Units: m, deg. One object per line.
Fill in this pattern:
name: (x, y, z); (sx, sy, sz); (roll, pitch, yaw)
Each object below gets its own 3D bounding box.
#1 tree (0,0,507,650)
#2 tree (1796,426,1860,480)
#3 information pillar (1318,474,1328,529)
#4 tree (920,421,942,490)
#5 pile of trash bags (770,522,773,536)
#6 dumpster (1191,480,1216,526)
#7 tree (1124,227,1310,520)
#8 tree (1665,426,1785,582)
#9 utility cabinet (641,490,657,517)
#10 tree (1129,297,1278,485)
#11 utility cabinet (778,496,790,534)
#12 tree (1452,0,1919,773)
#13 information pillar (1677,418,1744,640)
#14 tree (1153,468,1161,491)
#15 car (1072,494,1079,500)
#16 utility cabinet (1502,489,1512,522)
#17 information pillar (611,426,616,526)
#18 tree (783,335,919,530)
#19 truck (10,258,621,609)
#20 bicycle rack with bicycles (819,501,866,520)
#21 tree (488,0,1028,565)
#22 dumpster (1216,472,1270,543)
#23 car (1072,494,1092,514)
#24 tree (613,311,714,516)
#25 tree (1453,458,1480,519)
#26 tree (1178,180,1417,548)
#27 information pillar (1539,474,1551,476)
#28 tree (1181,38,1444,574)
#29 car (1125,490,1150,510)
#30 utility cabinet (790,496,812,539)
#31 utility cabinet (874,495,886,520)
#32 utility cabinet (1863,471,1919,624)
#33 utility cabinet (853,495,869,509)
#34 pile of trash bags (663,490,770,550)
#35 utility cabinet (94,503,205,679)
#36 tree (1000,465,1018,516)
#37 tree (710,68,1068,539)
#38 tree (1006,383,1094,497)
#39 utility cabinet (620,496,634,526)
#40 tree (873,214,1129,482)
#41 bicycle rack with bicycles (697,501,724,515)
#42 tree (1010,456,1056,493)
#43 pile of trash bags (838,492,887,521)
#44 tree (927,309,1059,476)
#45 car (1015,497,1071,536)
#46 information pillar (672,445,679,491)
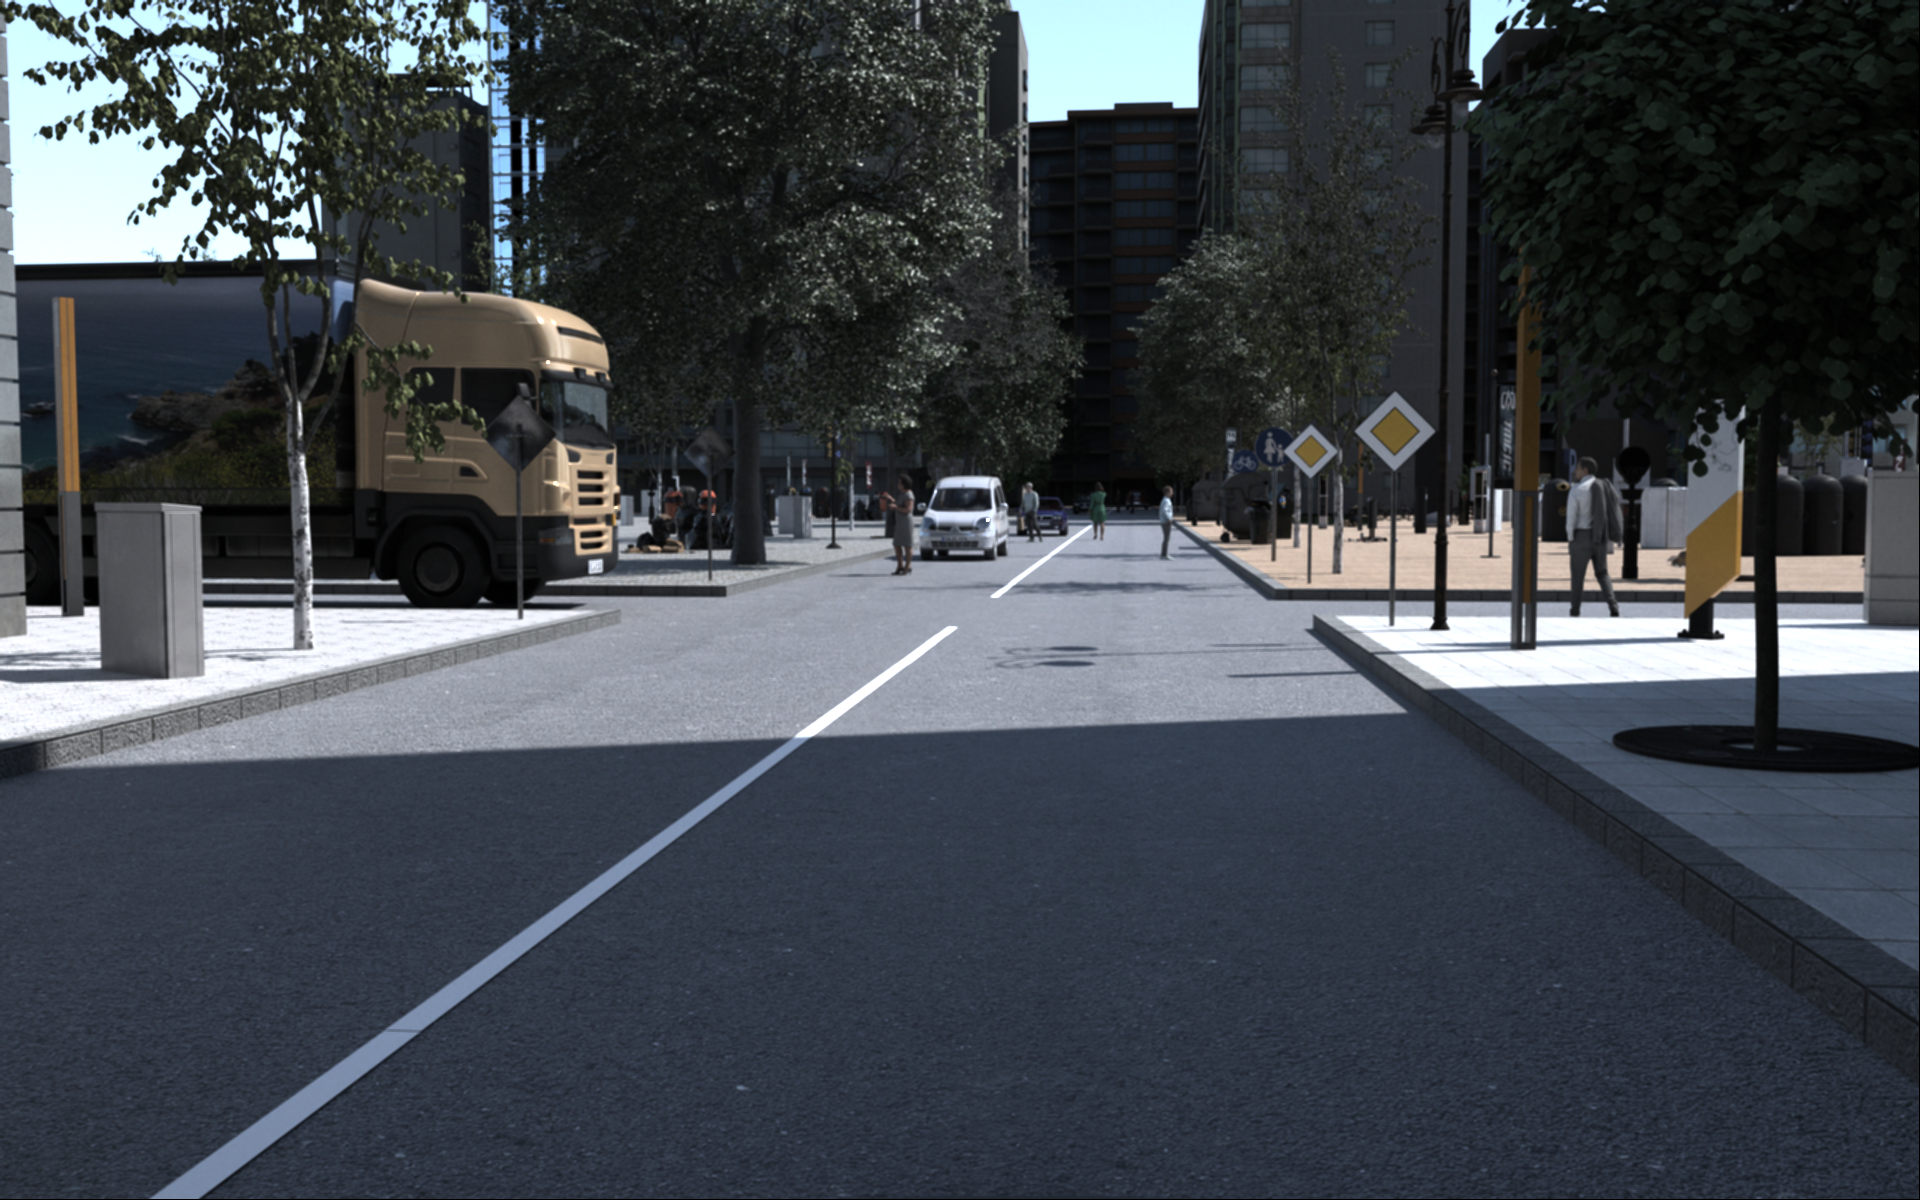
tree: (-5.404, -3.882, 13.837); (4.737, 8.622, 4.395); (0, 3, 0)
tree: (39.205, -7.878, 79.173); (4.737, 8.622, 4.395); (0, 3, 0)
information pillar: (13.409, -3.635, 63.926); (0.304, 2.012, 0.304); (1, 4, 19)
tree: (-0.886, -8.916, 96.138); (4.737, 8.622, 4.395); (0, 3, 0)
pile of trash bags: (-7.387, -2.577, 51.890); (3.447, 1.369, 1.912); (-3, 5, -44)
dumpster: (10.008, -3.936, 70.105); (1.264, 1.857, 1.865); (0, 4, 6)
tree: (12.646, -10.865, 84.294); (9.857, 13.997, 8.962); (0, 3, 0)
tree: (11.641, -1.915, 25.918); (1.663, 3.219, 1.824); (0, 3, 0)
utility cabinet: (-17.205, -5.382, 96.668); (1.173, 1.500, 0.318); (2, 4, 24)
tree: (13.719, -11.092, 98.368); (9.611, 12.733, 9.660); (0, 3, 0)
utility cabinet: (-5.370, -2.705, 55.395); (1.020, 1.237, 0.306); (3, 5, 42)
tree: (4.094, -1.522, 8.602); (4.285, 4.588, 4.351); (0, 3, 0)
information pillar: (6.645, -1.461, 15.247); (0.183, 3.616, 0.504); (-3, 4, -36)
tree: (16.801, -9.148, 133.281); (4.285, 4.588, 4.351); (0, 3, 0)
car: (10.261, -8.094, 142.561); (2.015, 1.641, 3.980); (0, 4, 5)
utility cabinet: (24.916, -4.348, 79.771); (0.318, 1.500, 1.173); (-2, 4, -33)
information pillar: (-7.784, -2.900, 38.766); (0.183, 3.616, 0.504); (0, 4, -5)
tree: (-4.077, -6.766, 60.986); (4.737, 8.622, 4.395); (0, 3, 0)
truck: (-9.442, -2.029, 22.092); (11.283, 4.237, 2.839); (0, 4, 7)
bicycle rack with bicycles: (-6.047, -4.562, 87.968); (2.852, 0.926, 2.925); (0, 4, 0)
tree: (-3.782, -7.631, 31.427); (9.857, 13.997, 8.962); (0, 3, 0)
dumpster: (7.574, -2.466, 46.082); (1.264, 1.857, 1.865); (0, 4, 6)
car: (9.028, -6.981, 123.923); (2.009, 1.686, 4.222); (0, 4, 7)
tree: (-11.035, -6.923, 63.558); (4.360, 8.622, 3.978); (0, 3, 0)
tree: (26.909, -5.880, 90.744); (1.663, 3.219, 1.824); (0, 3, 0)
tree: (8.246, -5.546, 41.035); (4.737, 8.622, 4.395); (0, 3, 0)
information pillar: (21.572, -3.637, 63.956); (0.304, 2.012, 0.304); (-1, 4, -10)
tree: (5.891, -4.722, 27.573); (4.360, 8.622, 3.978); (0, 3, 0)
car: (16.322, -9.229, 159.561); (2.281, 1.827, 5.304); (0, 4, 6)
utility cabinet: (-4.526, -2.372, 49.949); (0.306, 1.237, 1.020); (1, 4, 10)
utility cabinet: (-3.760, -4.601, 86.390); (1.020, 1.237, 0.306); (0, 4, 4)
utility cabinet: (9.507, -0.503, 16.896); (1.173, 1.500, 0.318); (1, 4, 17)
utility cabinet: (-5.603, -5.232, 96.711); (1.020, 1.237, 0.306); (2, 4, 28)
pile of trash bags: (-5.855, -1.930, 41.307); (1.912, 1.369, 3.447); (-1, 4, -16)
utility cabinet: (-5.789, -0.075, 12.389); (1.020, 1.237, 0.306); (3, 5, 40)
tree: (2.583, -6.603, 102.564); (1.663, 3.219, 1.824); (0, 3, 0)
tree: (-1.991, -8.533, 49.877); (12.009, 13.543, 11.850); (0, 3, 0)
tree: (6.989, -12.238, 134.502); (7.601, 10.594, 8.767); (1, 4, 10)
utility cabinet: (-13.510, -3.617, 70.298); (0.306, 1.237, 1.020); (-2, 4, -25)
tree: (0.444, -9.402, 70.723); (9.611, 12.733, 9.660); (0, 3, 0)
bicycle rack with bicycles: (-13.720, -5.070, 96.275); (2.925, 0.926, 2.852); (2, 4, 29)
tree: (4.920, -8.122, 116.504); (4.285, 4.588, 4.351); (0, 3, 0)
pile of trash bags: (-4.432, -4.539, 83.965); (1.912, 1.369, 3.447); (-3, 4, -37)
tree: (1.184, -9.701, 84.363); (9.928, 11.665, 9.643); (0, 3, 0)
car: (2.903, -2.932, 60.512); (1.945, 1.354, 3.894); (0, 4, 4)
information pillar: (-13.040, -5.387, 79.438); (0.183, 3.616, 0.504); (-3, 4, -38)
